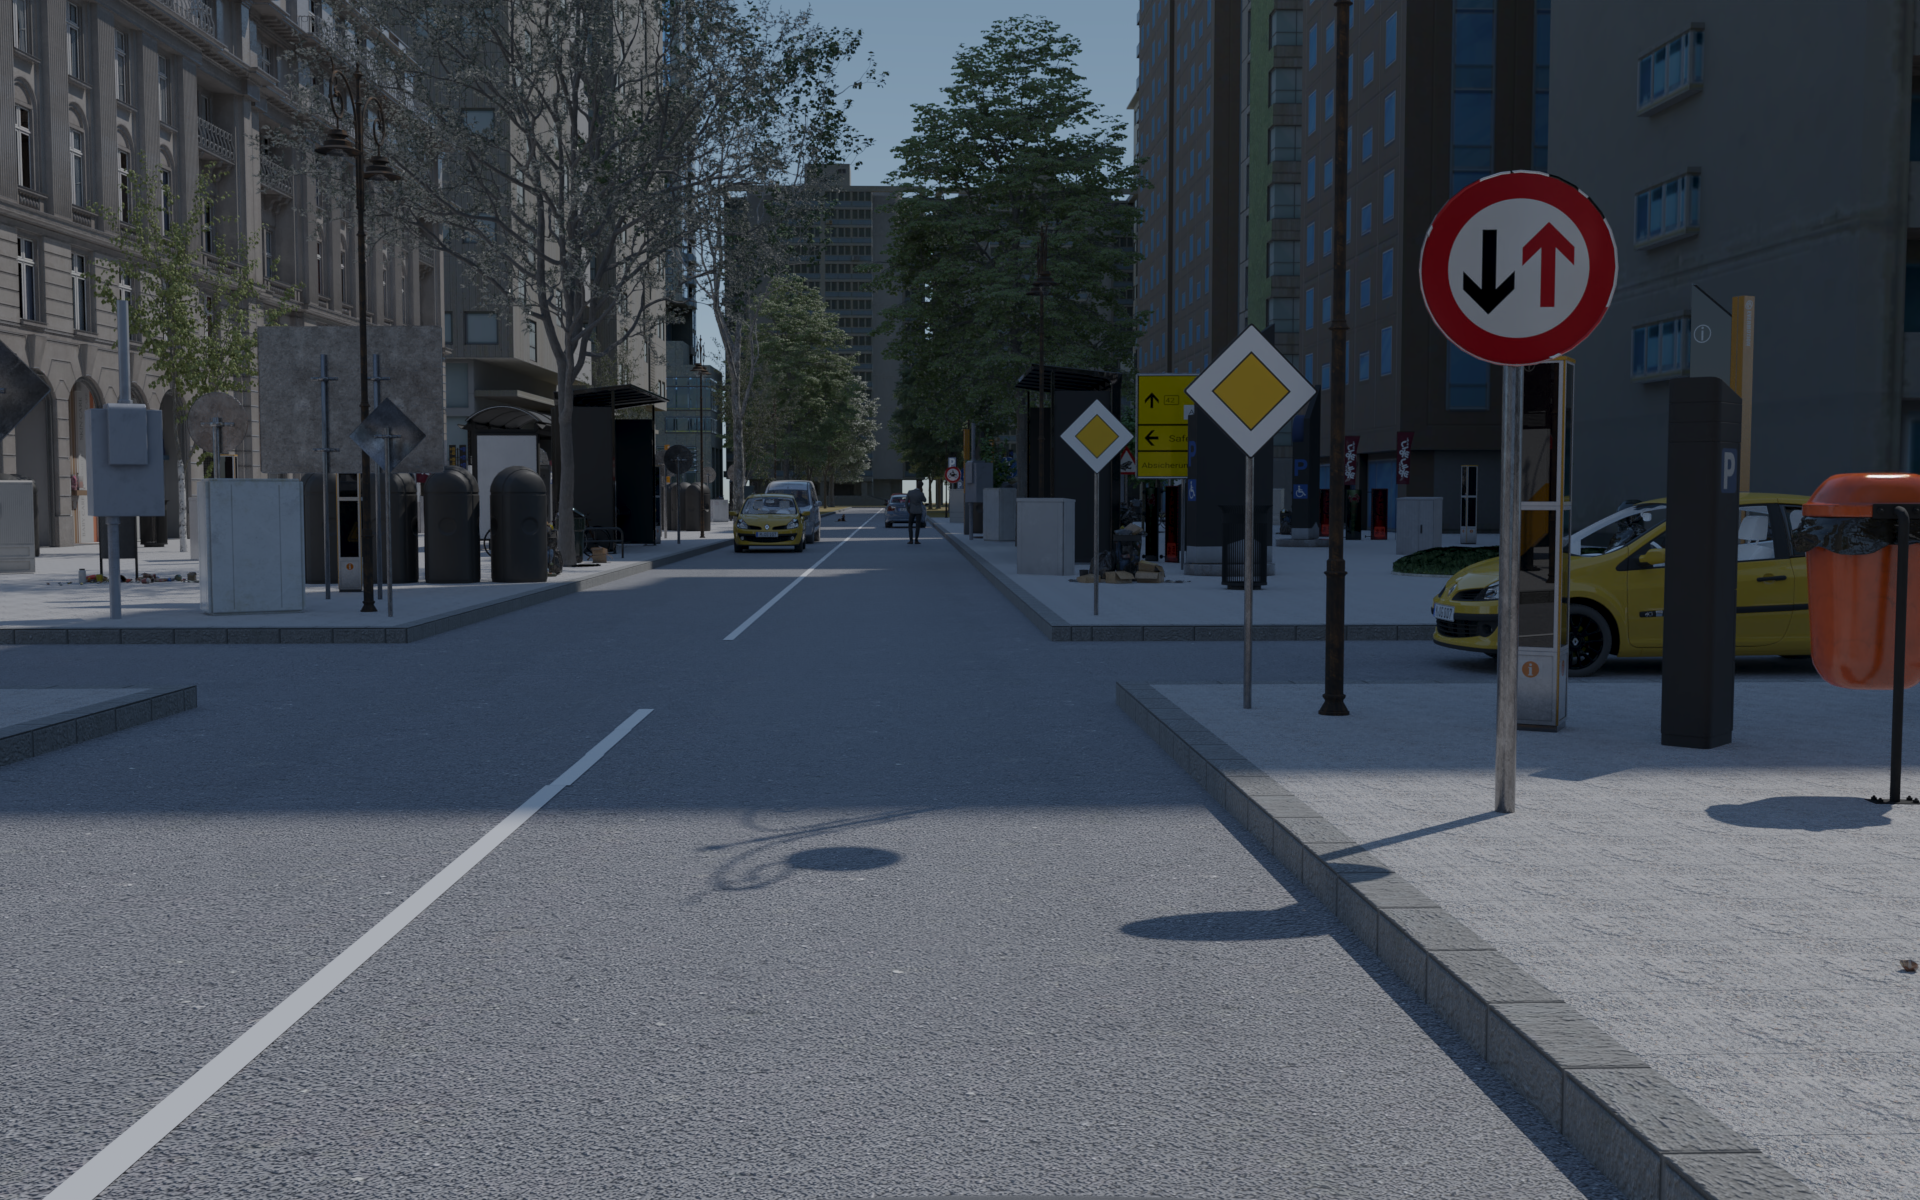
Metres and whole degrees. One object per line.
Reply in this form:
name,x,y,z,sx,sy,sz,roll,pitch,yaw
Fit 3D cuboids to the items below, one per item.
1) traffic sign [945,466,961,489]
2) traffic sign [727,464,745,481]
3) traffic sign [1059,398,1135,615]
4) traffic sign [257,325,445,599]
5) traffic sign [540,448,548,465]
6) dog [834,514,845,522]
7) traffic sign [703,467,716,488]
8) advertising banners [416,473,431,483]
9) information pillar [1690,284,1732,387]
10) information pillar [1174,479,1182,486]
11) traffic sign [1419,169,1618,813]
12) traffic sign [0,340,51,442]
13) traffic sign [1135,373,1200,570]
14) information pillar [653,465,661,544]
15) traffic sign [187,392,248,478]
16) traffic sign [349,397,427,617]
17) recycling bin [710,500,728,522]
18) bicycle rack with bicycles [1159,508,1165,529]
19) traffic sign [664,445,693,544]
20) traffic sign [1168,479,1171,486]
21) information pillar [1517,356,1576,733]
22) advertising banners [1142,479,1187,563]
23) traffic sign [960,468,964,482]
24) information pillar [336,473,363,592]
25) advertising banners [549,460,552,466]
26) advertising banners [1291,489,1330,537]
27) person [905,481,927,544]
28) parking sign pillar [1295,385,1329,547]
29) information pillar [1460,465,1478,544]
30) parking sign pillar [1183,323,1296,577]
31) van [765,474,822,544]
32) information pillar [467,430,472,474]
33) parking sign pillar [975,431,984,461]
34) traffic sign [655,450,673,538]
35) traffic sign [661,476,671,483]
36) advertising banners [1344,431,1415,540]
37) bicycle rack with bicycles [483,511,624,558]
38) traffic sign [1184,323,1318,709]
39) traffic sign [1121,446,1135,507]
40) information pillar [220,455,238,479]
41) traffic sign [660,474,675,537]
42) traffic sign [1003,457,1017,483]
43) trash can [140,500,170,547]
traffic sign,-0.321,-4.856,79.503,0.768,2.556,0.104,0,4,7
traffic sign,-9.443,-4.463,73.076,0.768,2.556,0.104,0,4,4
traffic sign,1.438,-0.895,18.280,0.795,2.450,0.064,0,4,-2
traffic sign,-7.381,-1.659,21.000,2.265,3.308,0.079,0,4,3
traffic sign,-11.496,-2.857,46.814,0.768,2.556,0.104,0,4,8
dog,-6.230,-4.286,90.263,0.748,0.427,0.550,-1,4,-14
traffic sign,-11.731,-4.923,80.589,0.768,2.556,0.104,0,4,5
advertising banners,-13.524,-2.771,41.492,2.074,3.025,0.090,-3,5,-41
information pillar,8.321,-1.706,19.251,0.183,3.616,0.504,-3,4,-38
information pillar,10.301,-5.504,81.348,0.504,3.616,0.183,1,4,21
traffic sign,2.202,-0.417,6.920,0.768,2.556,0.104,0,4,5
traffic sign,-5.674,-0.393,10.063,0.795,2.450,0.064,0,4,-2
traffic sign,4.089,-2.160,29.184,2.265,3.308,0.079,0,4,3
information pillar,-7.890,-2.444,44.452,0.304,2.012,0.304,1,4,22
traffic sign,-9.273,-1.317,21.639,0.768,2.556,0.104,0,4,1
traffic sign,-5.952,-0.881,18.044,0.795,2.450,0.064,0,4,-2
recycling bin,-10.987,-4.053,78.827,0.722,1.027,0.722,-2,4,-25
bicycle rack with bicycles,8.184,-3.080,63.733,2.925,0.926,2.852,2,4,23
traffic sign,-7.243,-2.717,44.534,0.768,2.556,0.104,0,4,3
traffic sign,5.490,-2.766,45.332,0.768,2.556,0.104,0,3,0
information pillar,3.149,-0.302,9.436,0.304,2.012,0.304,2,4,28
advertising banners,3.959,-2.211,32.339,0.090,3.025,2.074,-2,4,-24
traffic sign,0.353,-4.939,80.851,0.768,2.556,0.104,0,4,8
information pillar,-7.980,-1.112,22.679,0.304,2.012,0.304,-1,4,-11
advertising banners,-21.769,-5.720,89.702,2.074,3.025,0.090,0,4,4
advertising banners,10.942,-3.401,51.796,2.074,3.025,0.090,0,4,-5
person,-1.277,-2.507,49.673,0.592,1.802,0.473,1,4,20
parking sign pillar,8.448,-3.289,42.254,1.447,3.967,1.447,1,4,23
information pillar,12.978,-2.426,44.162,0.304,2.012,0.304,-1,4,-13
parking sign pillar,4.288,-2.385,27.460,1.447,3.967,1.447,-1,4,-14
van,-5.053,-2.705,51.238,2.013,2.044,4.112,0,4,-1
information pillar,-14.107,-3.610,50.379,0.183,3.616,0.504,2,4,24
parking sign pillar,0.981,-5.309,75.278,1.447,3.967,1.447,-1,4,-10
traffic sign,-8.518,-3.054,50.033,0.768,2.556,0.104,0,4,0
traffic sign,-13.260,-4.726,77.377,0.768,2.556,0.104,0,4,5
advertising banners,11.679,-3.188,48.305,2.074,3.025,0.090,-1,4,-9
bicycle rack with bicycles,-8.151,-1.322,35.003,2.925,0.926,2.852,-2,4,-28
traffic sign,1.717,-0.407,10.300,0.795,2.450,0.064,0,4,-2
traffic sign,4.519,-2.877,47.041,0.884,2.594,0.081,0,4,6
information pillar,-13.645,-1.702,32.317,0.304,2.012,0.304,-1,4,-12
traffic sign,-8.980,-3.176,51.928,0.884,2.594,0.081,0,4,4
traffic sign,1.630,-3.633,59.499,0.768,2.556,0.104,0,4,3
trash can,-19.500,-1.848,41.876,0.748,1.137,0.748,0,3,0
